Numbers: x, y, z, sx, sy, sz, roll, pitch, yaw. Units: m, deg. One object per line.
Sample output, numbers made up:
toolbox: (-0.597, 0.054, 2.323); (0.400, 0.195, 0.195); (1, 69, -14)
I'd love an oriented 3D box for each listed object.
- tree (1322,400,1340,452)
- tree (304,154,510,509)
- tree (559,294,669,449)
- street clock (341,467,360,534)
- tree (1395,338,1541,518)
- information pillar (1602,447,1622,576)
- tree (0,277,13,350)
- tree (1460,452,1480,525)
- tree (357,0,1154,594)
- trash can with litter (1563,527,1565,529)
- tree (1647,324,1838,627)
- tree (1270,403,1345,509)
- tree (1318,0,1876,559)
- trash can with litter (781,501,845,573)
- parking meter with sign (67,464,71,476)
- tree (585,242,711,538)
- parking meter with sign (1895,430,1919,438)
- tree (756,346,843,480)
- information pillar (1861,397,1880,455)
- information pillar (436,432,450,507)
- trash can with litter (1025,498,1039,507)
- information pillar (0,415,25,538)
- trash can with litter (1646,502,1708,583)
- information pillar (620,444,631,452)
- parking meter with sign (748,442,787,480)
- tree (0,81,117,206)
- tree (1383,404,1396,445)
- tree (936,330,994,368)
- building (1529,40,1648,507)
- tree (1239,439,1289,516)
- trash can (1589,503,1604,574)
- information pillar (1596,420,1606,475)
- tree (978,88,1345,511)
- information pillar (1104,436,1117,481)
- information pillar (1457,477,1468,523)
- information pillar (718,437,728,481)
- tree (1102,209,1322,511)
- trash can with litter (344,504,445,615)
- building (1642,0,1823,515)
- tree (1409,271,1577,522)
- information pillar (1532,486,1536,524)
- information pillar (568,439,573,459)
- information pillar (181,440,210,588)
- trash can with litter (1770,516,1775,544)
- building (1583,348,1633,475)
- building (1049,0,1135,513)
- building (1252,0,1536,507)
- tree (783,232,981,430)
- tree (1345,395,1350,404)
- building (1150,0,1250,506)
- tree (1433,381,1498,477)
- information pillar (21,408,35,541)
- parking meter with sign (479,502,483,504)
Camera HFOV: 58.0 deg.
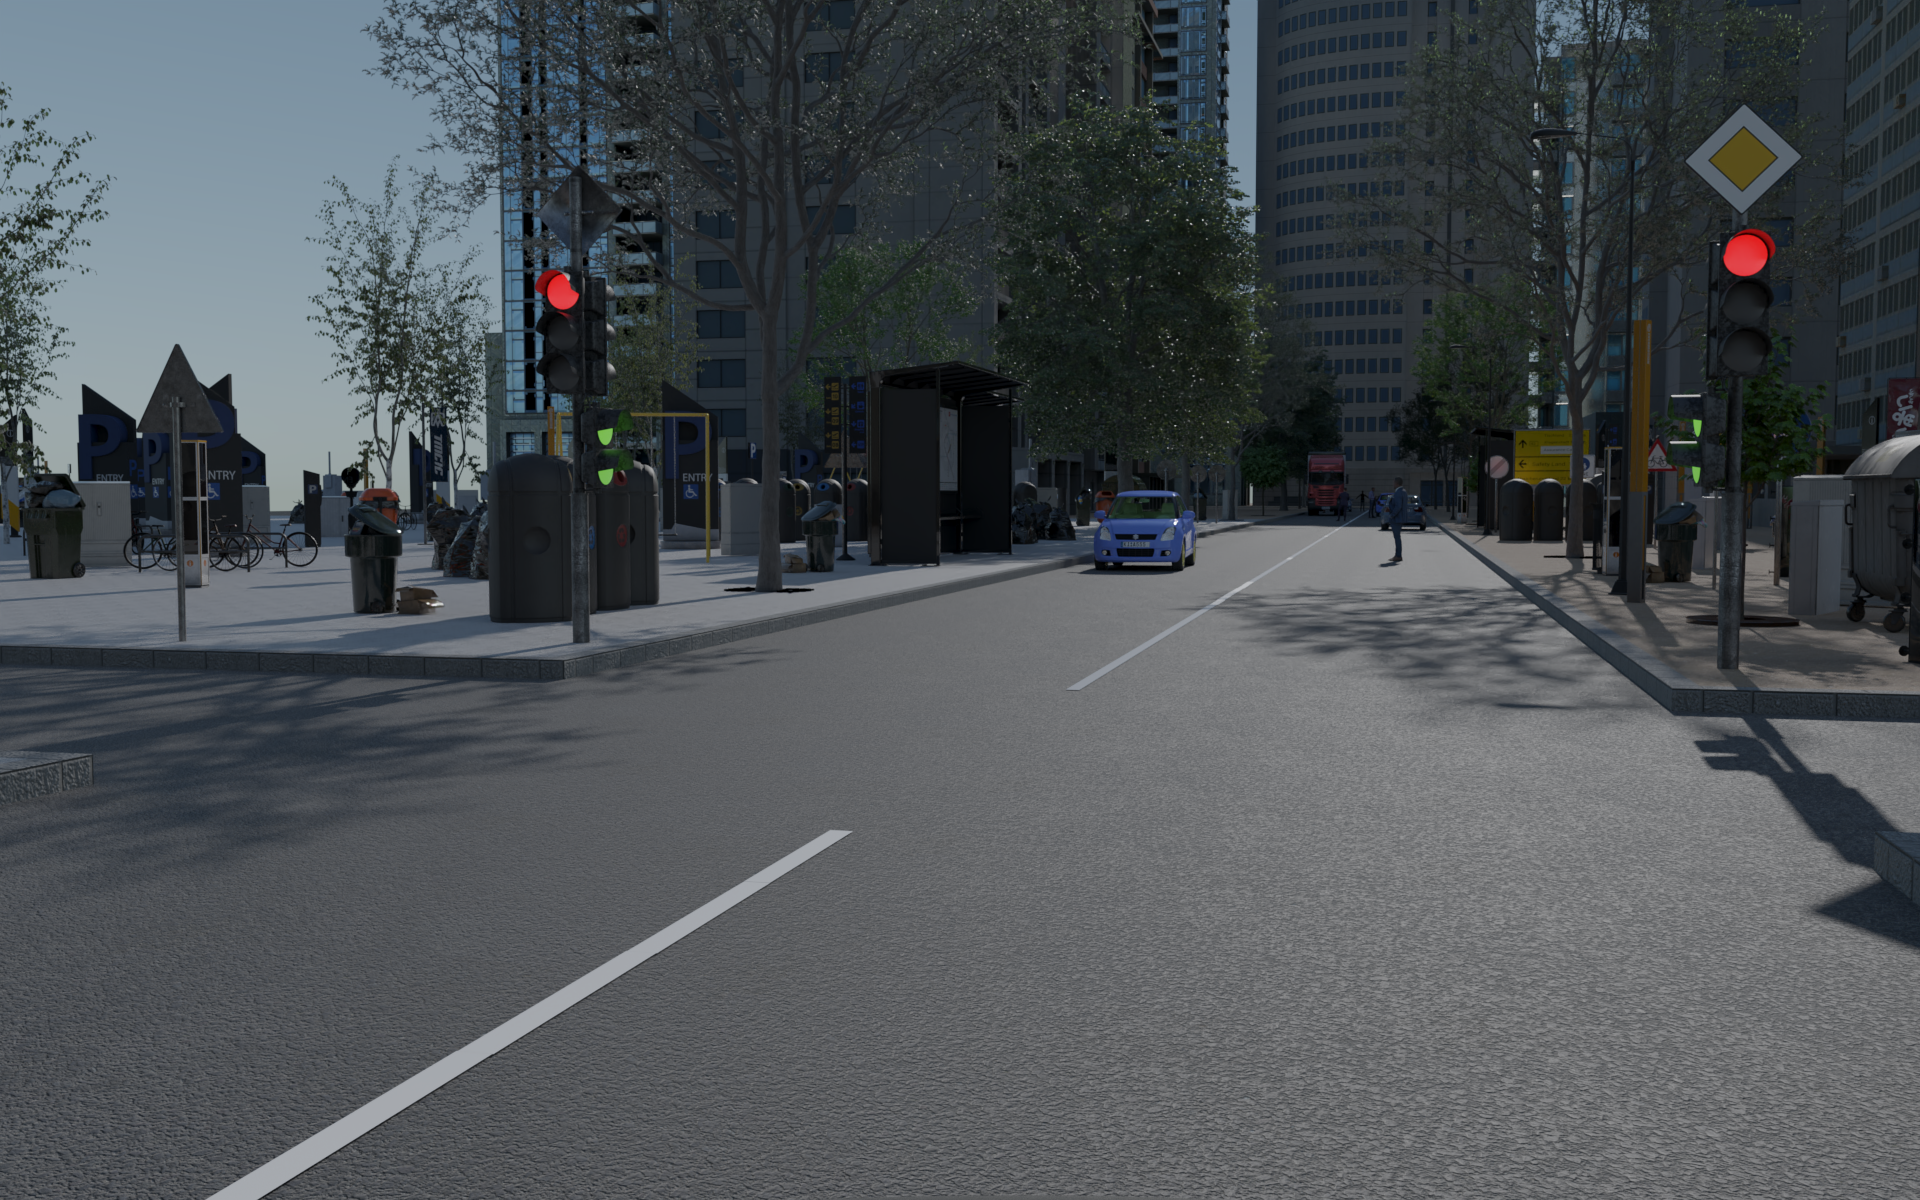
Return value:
tree: (32.143, -14.949, 162.537); (7.486, 12.596, 7.792); (0, 3, 0)
tree: (-12.638, -5.398, 38.615); (4.360, 8.622, 3.978); (0, 3, 0)
tree: (-12.571, -6.899, 63.155); (4.737, 8.622, 4.395); (0, 3, 0)
street clock: (-16.241, -2.548, 46.233); (0.471, 2.002, 0.358); (0, 4, -7)
tree: (27.829, -9.746, 93.751); (7.601, 10.594, 8.767); (1, 4, 16)
information pillar: (10.262, -1.384, 27.124); (0.304, 2.012, 0.304); (1, 4, 10)
tree: (-22.716, -5.318, 37.313); (4.737, 8.622, 4.395); (0, 3, 0)
tree: (21.397, -4.719, 71.753); (1.663, 3.219, 1.824); (0, 3, 0)
tree: (-2.402, -6.856, 22.463); (12.009, 13.543, 11.850); (0, 3, 0)
trash can with litter: (21.598, -2.999, 60.422); (1.055, 1.170, 0.624); (-2, 4, -29)
tree: (7.625, -1.375, 17.089); (1.663, 3.219, 1.824); (0, 3, 0)
tree: (29.841, -13.241, 150.899); (8.767, 10.594, 7.601); (3, 4, 39)
tree: (12.258, -7.567, 34.086); (12.009, 13.543, 11.850); (0, 3, 0)
trash can with litter: (-2.448, -1.038, 28.357); (1.055, 1.170, 0.624); (-3, 5, -42)
parking meter with sign: (-51.939, -6.303, 99.310); (1.738, 3.016, 0.543); (-3, 4, -39)
tree: (-8.996, -6.096, 50.032); (4.360, 8.622, 3.978); (0, 3, 0)
parking meter with sign: (11.677, -1.508, 20.924); (0.543, 3.016, 1.738); (0, 4, 0)
tree: (-8.120, -8.349, 86.875); (4.360, 8.622, 3.978); (0, 3, 0)
information pillar: (22.096, -3.102, 42.071); (0.183, 3.616, 0.504); (-1, 4, -12)
information pillar: (-18.235, -4.268, 61.131); (0.504, 3.616, 0.183); (-1, 4, -12)
trash can with litter: (2.420, -2.461, 51.628); (1.055, 1.170, 0.624); (2, 4, 28)
information pillar: (-28.018, -3.652, 51.068); (0.504, 3.616, 0.183); (0, 4, -7)
trash can with litter: (10.257, -0.839, 25.108); (1.055, 1.170, 0.624); (-2, 4, -30)
information pillar: (-15.189, -5.336, 78.598); (0.504, 3.616, 0.183); (0, 4, -6)
parking meter with sign: (-6.227, -3.798, 58.363); (1.738, 3.016, 0.543); (1, 4, 15)
tree: (-13.896, -4.447, 23.069); (4.360, 8.622, 3.978); (0, 3, 0)
tree: (34.817, -11.572, 123.611); (8.767, 10.594, 7.601); (-1, 4, -11)
tree: (-0.279, -7.777, 77.522); (4.737, 8.622, 4.395); (0, 3, 0)
building: (75.171, -34.379, 181.710); (30.456, 49.044, 23.786); (1, 4, 14)
tree: (17.832, -7.205, 101.516); (4.285, 4.588, 4.351); (0, 3, 0)
trash can: (10.473, -0.987, 27.786); (0.748, 1.137, 0.748); (0, 3, 0)
information pillar: (20.295, -3.887, 54.907); (0.183, 3.616, 0.504); (3, 5, 44)
tree: (5.052, -8.977, 53.427); (9.857, 13.997, 8.962); (0, 3, 0)
information pillar: (5.473, -4.380, 62.964); (0.504, 3.616, 0.183); (-1, 4, -13)
information pillar: (22.029, -4.370, 75.946); (0.304, 2.012, 0.304); (-2, 4, -24)
information pillar: (-9.652, -4.850, 70.645); (0.504, 3.616, 0.183); (3, 5, 39)
tree: (8.912, -9.253, 69.420); (7.486, 12.596, 7.792); (0, 3, 0)
trash can with litter: (-6.089, -0.447, 18.702); (1.055, 1.170, 0.624); (1, 4, 14)
building: (50.572, -34.048, 98.688); (21.231, 58.520, 28.212); (1, 4, 14)
tree: (24.506, -9.428, 79.900); (9.928, 11.665, 9.643); (0, 3, 0)
information pillar: (20.584, -4.341, 62.325); (0.504, 3.616, 0.183); (-2, 4, -33)
information pillar: (-15.613, -4.799, 69.819); (0.504, 3.616, 0.183); (3, 5, 43)
information pillar: (-10.506, -1.176, 23.723); (0.304, 2.012, 0.304); (0, 4, -3)
trash can with litter: (13.249, -0.958, 27.054); (1.055, 1.170, 0.624); (1, 4, 17)
building: (59.467, -49.749, 126.072); (22.319, 86.520, 31.000); (1, 4, 14)
building: (4.012, -26.683, 119.864); (14.154, 41.232, 14.086); (1, 4, 14)
building: (46.461, -39.482, 187.524); (28.212, 58.520, 21.231); (1, 4, 14)
tree: (-3.101, -8.659, 67.329); (9.928, 11.665, 9.643); (0, 3, 0)
tree: (24.894, -13.835, 132.853); (9.857, 13.997, 8.962); (0, 3, 0)
building: (17.002, -53.920, 194.261); (31.000, 86.520, 22.319); (1, 4, 14)
tree: (31.249, -9.537, 106.299); (4.360, 8.622, 3.978); (0, 3, 0)
information pillar: (-25.530, -3.433, 47.486); (0.183, 3.616, 0.504); (0, 4, -6)
parking meter with sign: (-24.510, -5.800, 91.096); (1.738, 3.016, 0.543); (-3, 5, -44)
